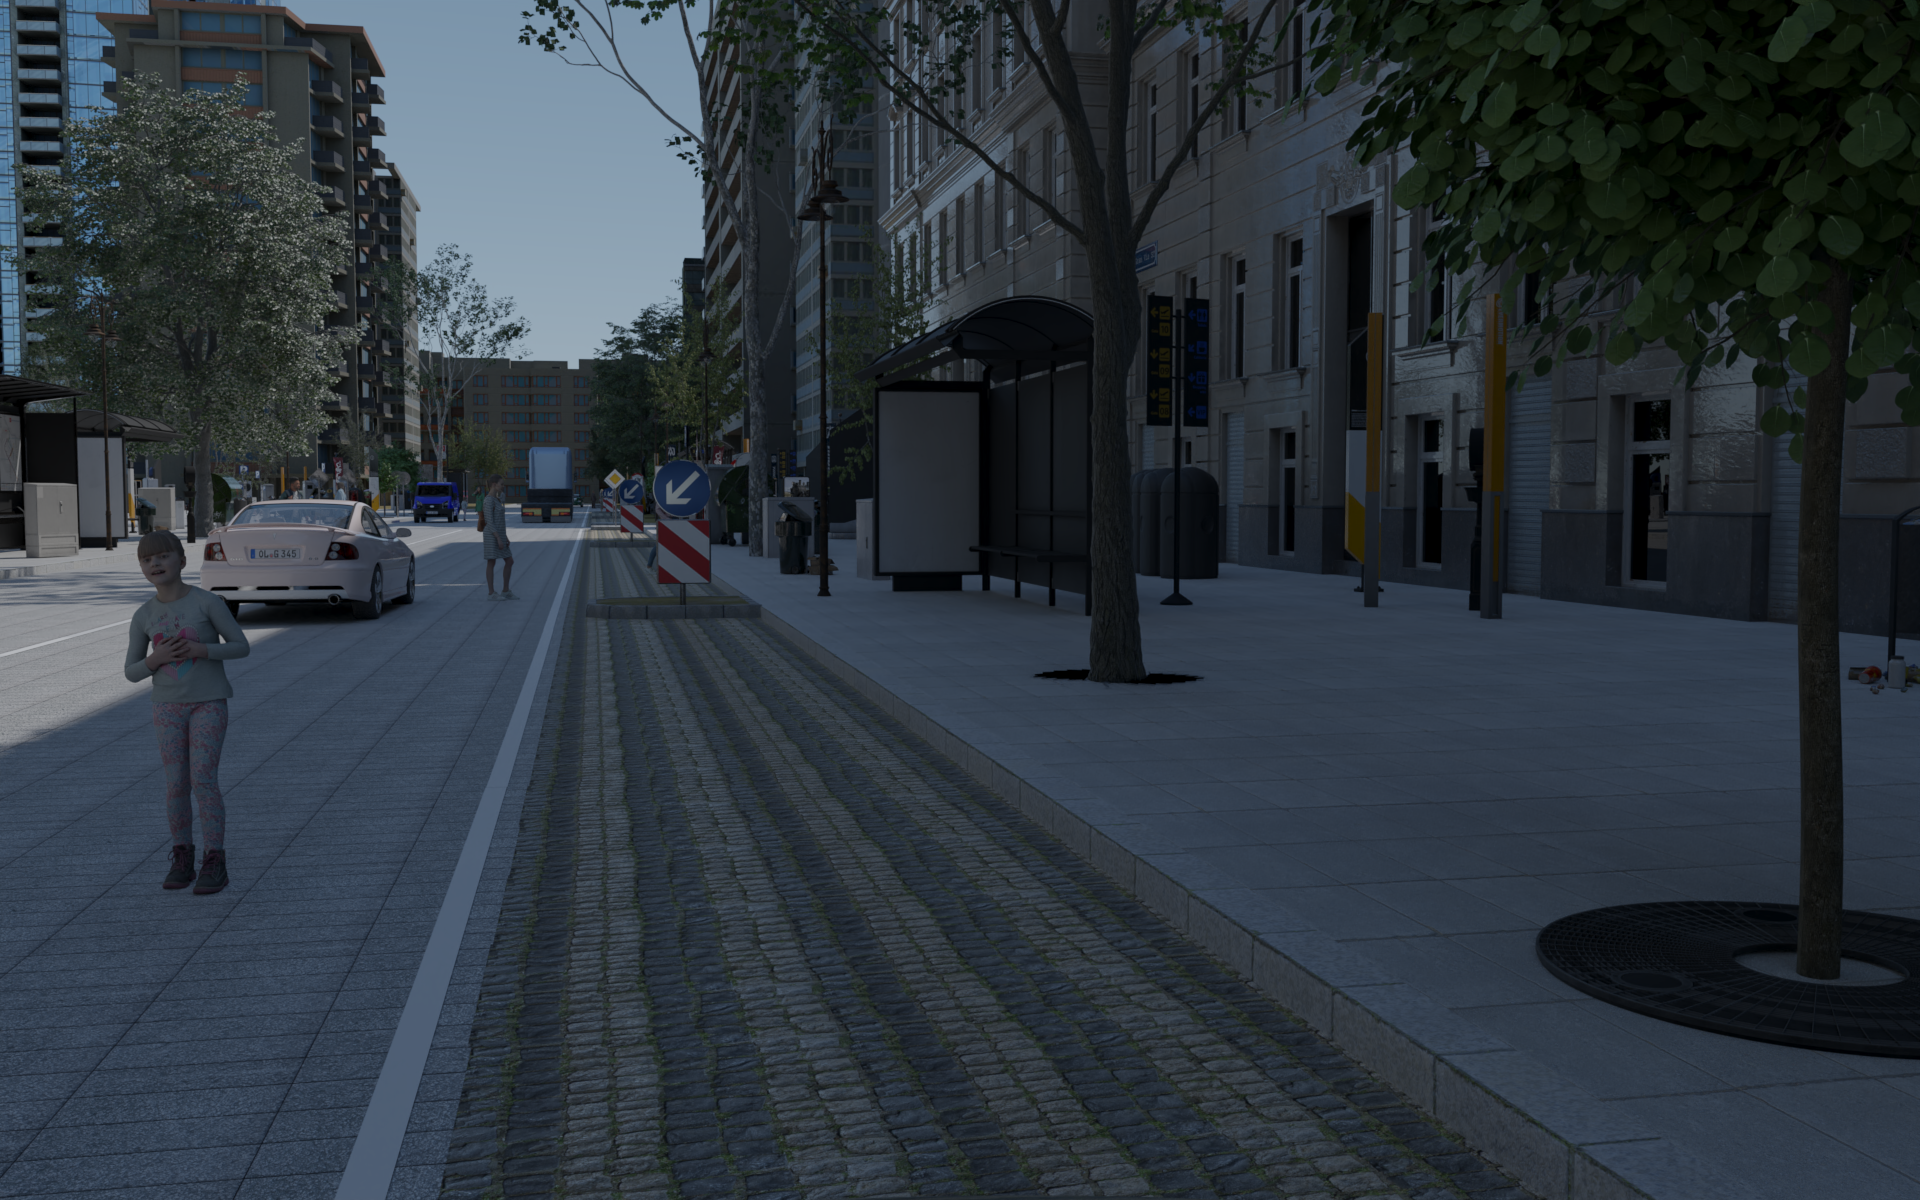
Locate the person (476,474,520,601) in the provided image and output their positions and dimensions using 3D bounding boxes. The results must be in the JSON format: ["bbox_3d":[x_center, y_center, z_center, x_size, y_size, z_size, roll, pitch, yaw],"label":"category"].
[{"bbox_3d":[-6.252,-0.845,23.322,0.522,1.701,0.512,0,4,-1],"label":"person"}]

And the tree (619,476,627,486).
[{"bbox_3d":[-27.257,-9.049,142.552,1.663,3.219,1.824,0,3,0],"label":"tree"}]

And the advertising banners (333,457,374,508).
[{"bbox_3d":[-28.942,-5.288,82.639,0.090,3.025,2.074,3,5,40],"label":"advertising banners"}]

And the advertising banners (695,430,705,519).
[{"bbox_3d":[-7.258,-3.182,48.215,0.090,3.025,2.074,0,4,-4],"label":"advertising banners"}]

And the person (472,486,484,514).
[{"bbox_3d":[-22.741,-4.484,82.055,0.600,1.795,0.529,1,4,12],"label":"person"}]

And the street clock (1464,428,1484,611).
[{"bbox_3d":[5.717,-0.885,19.045,0.358,2.002,0.471,1,4,21],"label":"street clock"}]

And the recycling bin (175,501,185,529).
[{"bbox_3d":[-28.971,-3.118,63.526,0.722,1.027,0.722,2,4,33],"label":"recycling bin"}]

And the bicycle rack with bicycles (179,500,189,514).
[{"bbox_3d":[-50.711,-5.939,110.491,2.925,0.926,2.852,2,4,28],"label":"bicycle rack with bicycles"}]

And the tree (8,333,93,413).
[{"bbox_3d":[-53.083,-10.208,101.315,7.601,10.594,8.767,-1,4,-11],"label":"tree"}]

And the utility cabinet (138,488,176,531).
[{"bbox_3d":[-27.840,-3.141,60.027,1.173,1.500,0.318,0,4,5],"label":"utility cabinet"}]

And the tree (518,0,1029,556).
[{"bbox_3d":[-4.804,-10.880,33.779,12.611,20.169,13.585,0,3,0],"label":"tree"}]

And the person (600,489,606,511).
[{"bbox_3d":[-27.789,-7.718,134.869,0.537,1.800,0.526,-3,5,-44],"label":"person"}]

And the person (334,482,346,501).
[{"bbox_3d":[-18.544,-2.639,51.904,0.793,1.790,0.793,3,5,43],"label":"person"}]

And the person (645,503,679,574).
[{"bbox_3d":[-5.257,-1.324,30.734,0.643,1.750,0.593,1,4,22],"label":"person"}]

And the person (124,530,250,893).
[{"bbox_3d":[-2.808,0.396,6.303,0.425,1.301,0.394,-1,4,-22],"label":"person"}]

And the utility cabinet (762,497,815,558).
[{"bbox_3d":[-3.464,-1.458,34.994,1.020,1.237,0.306,-2,4,-29],"label":"utility cabinet"}]

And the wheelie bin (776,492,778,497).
[{"bbox_3d":[-12.210,-6.404,112.619,0.980,1.594,0.693,-2,4,-30],"label":"wheelie bin"}]

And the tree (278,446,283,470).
[{"bbox_3d":[-39.600,-8.799,94.231,4.360,8.622,3.978,0,3,0],"label":"tree"}]

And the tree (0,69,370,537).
[{"bbox_3d":[-22.673,-8.845,51.269,9.857,13.997,8.962,0,3,0],"label":"tree"}]

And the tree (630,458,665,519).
[{"bbox_3d":[-16.109,-5.894,90.972,1.663,3.219,1.824,0,3,0],"label":"tree"}]

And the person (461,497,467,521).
[{"bbox_3d":[-26.276,-4.840,91.912,0.425,1.301,0.394,1,4,21],"label":"person"}]

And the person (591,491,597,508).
[{"bbox_3d":[-36.380,-9.974,172.123,0.434,1.755,0.990,-3,5,-40],"label":"person"}]

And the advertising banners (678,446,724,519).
[{"bbox_3d":[-9.328,-4.040,62.249,2.074,3.025,0.090,-3,5,-40],"label":"advertising banners"}]

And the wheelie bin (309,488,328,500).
[{"bbox_3d":[-31.618,-4.744,85.466,0.693,1.594,0.980,1,4,20],"label":"wheelie bin"}]

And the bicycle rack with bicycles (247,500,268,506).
[{"bbox_3d":[-41.128,-5.334,100.591,2.925,0.926,2.852,0,4,8],"label":"bicycle rack with bicycles"}]

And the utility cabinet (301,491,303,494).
[{"bbox_3d":[-42.663,-6.294,111.582,1.173,1.500,0.318,2,4,28],"label":"utility cabinet"}]

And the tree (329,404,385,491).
[{"bbox_3d":[-49.300,-11.711,141.833,4.360,8.622,3.978,0,3,0],"label":"tree"}]

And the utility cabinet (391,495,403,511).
[{"bbox_3d":[-44.061,-7.608,135.555,0.306,1.237,1.020,2,4,30],"label":"utility cabinet"}]

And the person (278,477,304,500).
[{"bbox_3d":[-15.141,-1.896,39.491,0.794,1.824,0.713,-3,4,-38],"label":"person"}]

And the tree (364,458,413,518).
[{"bbox_3d":[-30.812,-6.017,92.973,1.663,3.219,1.824,0,3,0],"label":"tree"}]

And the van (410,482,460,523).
[{"bbox_3d":[-26.493,-5.093,87.650,2.240,2.365,5.245,-1,4,-12],"label":"van"}]

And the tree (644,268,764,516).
[{"bbox_3d":[-8.371,-6.515,56.888,4.737,8.622,4.395,0,3,0],"label":"tree"}]

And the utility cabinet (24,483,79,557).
[{"bbox_3d":[-18.394,-1.615,35.092,0.318,1.500,1.173,1,4,10],"label":"utility cabinet"}]

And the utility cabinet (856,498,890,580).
[{"bbox_3d":[-1.322,-0.920,26.199,0.306,1.237,1.020,-1,4,-17],"label":"utility cabinet"}]

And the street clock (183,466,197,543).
[{"bbox_3d":[-20.071,-2.483,45.162,0.358,2.002,0.471,-2,4,-32],"label":"street clock"}]

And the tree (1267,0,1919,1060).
[{"bbox_3d":[2.368,-1.273,4.520,4.285,4.588,4.351,0,3,0],"label":"tree"}]

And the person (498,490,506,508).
[{"bbox_3d":[-37.318,-8.093,141.019,0.583,1.804,0.606,1,4,16],"label":"person"}]

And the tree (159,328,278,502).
[{"bbox_3d":[-32.985,-7.681,75.943,4.360,8.622,3.978,0,3,0],"label":"tree"}]

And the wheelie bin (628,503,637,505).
[{"bbox_3d":[-23.308,-7.063,123.392,0.693,1.594,0.980,2,4,32],"label":"wheelie bin"}]

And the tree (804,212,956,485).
[{"bbox_3d":[-1.917,-5.828,45.649,4.737,8.622,4.395,0,3,0],"label":"tree"}]

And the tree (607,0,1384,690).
[{"bbox_3d":[1.001,-5.259,11.743,9.928,11.665,9.643,0,3,0],"label":"tree"}]

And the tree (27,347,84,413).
[{"bbox_3d":[-43.739,-8.139,83.436,4.360,8.622,3.978,0,3,0],"label":"tree"}]

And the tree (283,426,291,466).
[{"bbox_3d":[-56.797,-11.680,141.338,4.360,8.622,3.978,0,3,0],"label":"tree"}]

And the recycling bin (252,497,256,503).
[{"bbox_3d":[-53.650,-7.235,130.847,0.722,1.027,0.722,0,4,4],"label":"recycling bin"}]

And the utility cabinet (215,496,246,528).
[{"bbox_3d":[-26.697,-3.195,63.400,1.020,1.237,0.306,-3,4,-37],"label":"utility cabinet"}]

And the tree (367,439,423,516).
[{"bbox_3d":[-33.874,-7.344,103.795,4.285,4.588,4.351,0,3,0],"label":"tree"}]

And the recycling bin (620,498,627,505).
[{"bbox_3d":[-28.089,-8.116,145.251,0.722,1.027,0.722,0,4,-5],"label":"recycling bin"}]

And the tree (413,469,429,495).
[{"bbox_3d":[-35.456,-7.220,112.645,1.663,3.219,1.824,0,3,0],"label":"tree"}]

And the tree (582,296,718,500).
[{"bbox_3d":[-20.081,-12.601,112.685,9.857,13.997,8.962,0,3,0],"label":"tree"}]
